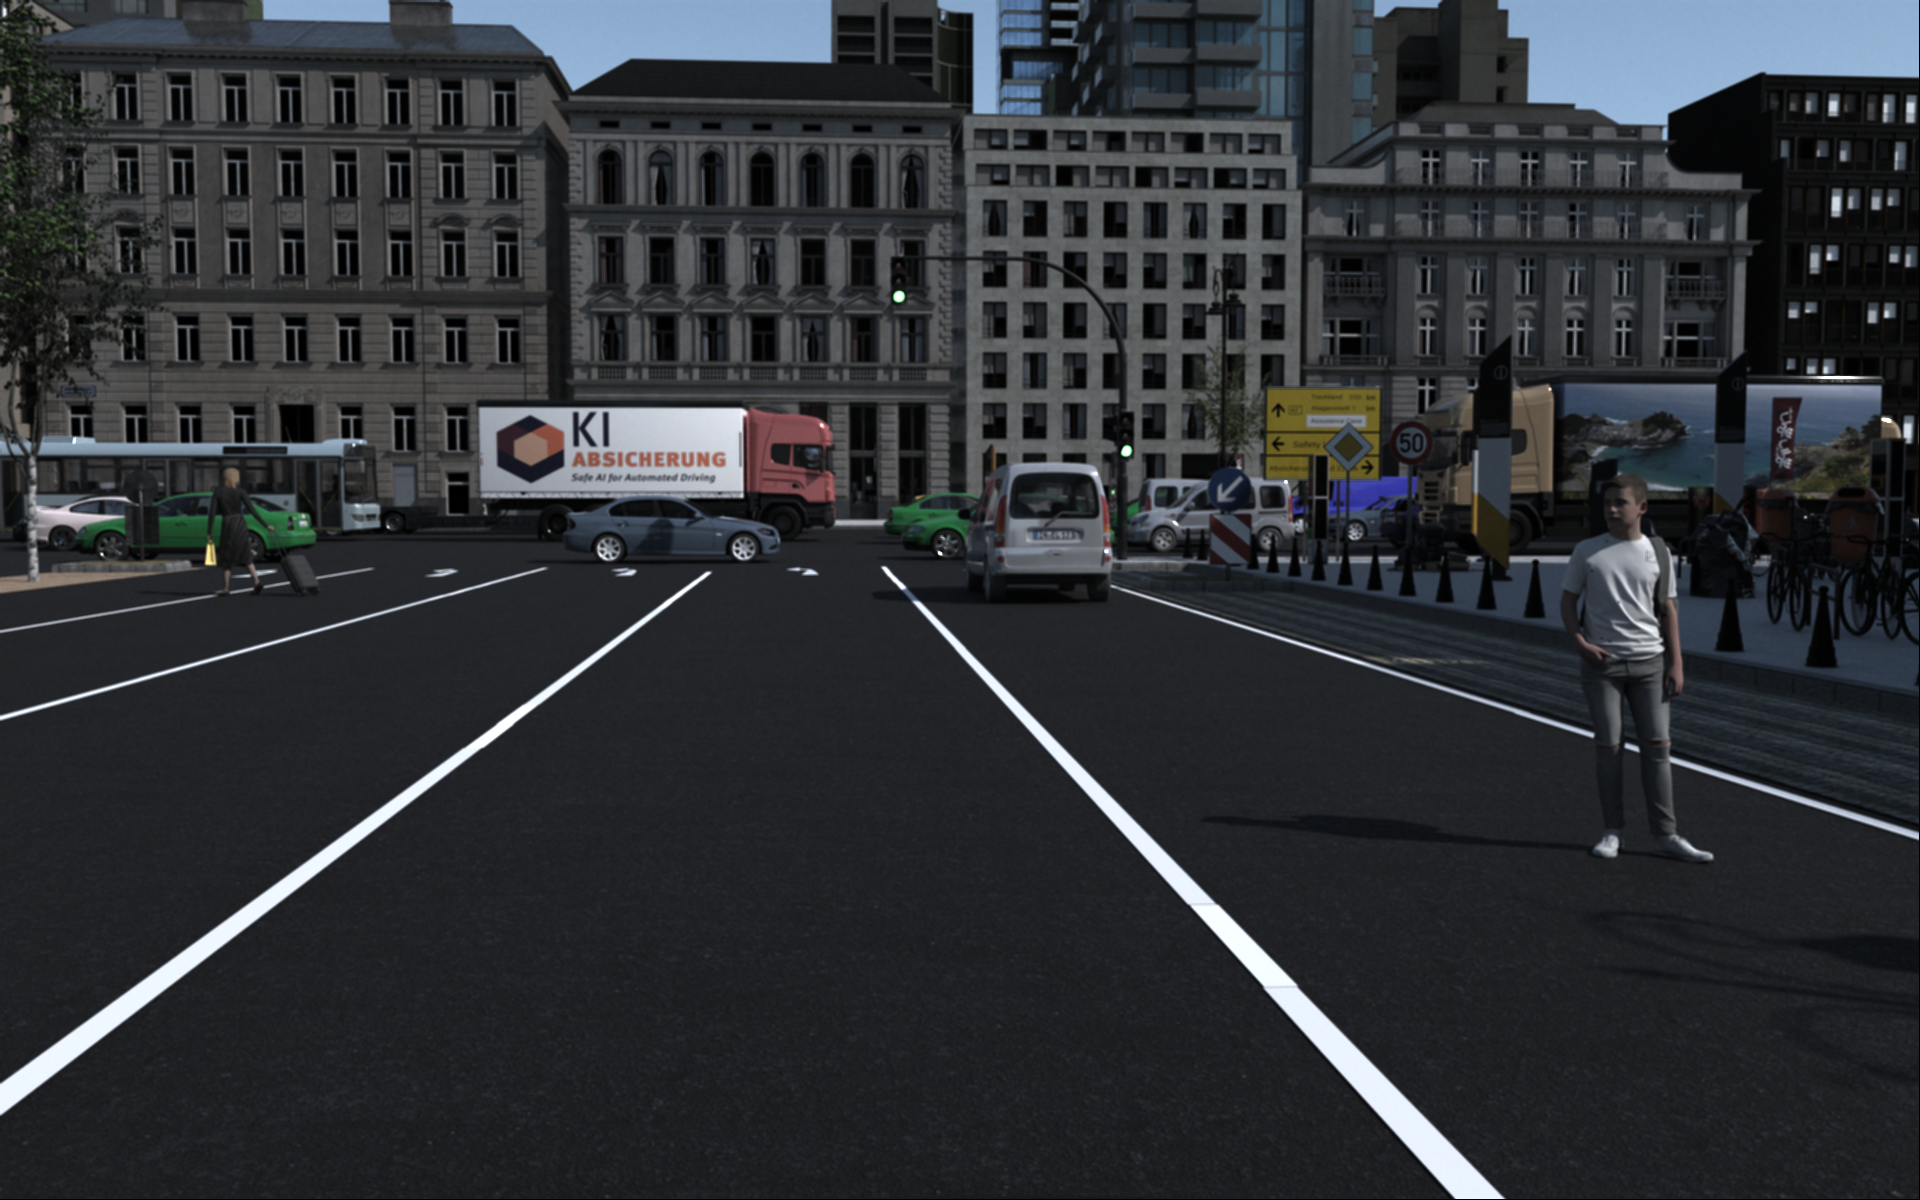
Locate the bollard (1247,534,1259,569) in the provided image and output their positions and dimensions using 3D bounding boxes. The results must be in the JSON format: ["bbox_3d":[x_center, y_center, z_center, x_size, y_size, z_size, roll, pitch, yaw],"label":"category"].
[{"bbox_3d":[5.007,-0.827,29.571,0.229,0.601,0.229,0,3,0],"label":"bollard"}]

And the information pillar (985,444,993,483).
[{"bbox_3d":[1.361,-5.481,80.975,0.183,3.616,0.504,-3,4,-38],"label":"information pillar"}]

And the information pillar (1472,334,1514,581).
[{"bbox_3d":[7.926,-2.096,25.631,0.504,3.616,0.183,3,4,38],"label":"information pillar"}]

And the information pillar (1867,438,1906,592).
[{"bbox_3d":[12.197,-1.121,22.820,0.304,2.012,0.304,-1,4,-22],"label":"information pillar"}]

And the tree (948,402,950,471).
[{"bbox_3d":[-2.531,-13.208,132.960,9.611,12.733,9.660,0,3,0],"label":"tree"}]

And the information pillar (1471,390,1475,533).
[{"bbox_3d":[9.879,-2.524,32.618,0.504,3.616,0.183,-1,4,-18],"label":"information pillar"}]

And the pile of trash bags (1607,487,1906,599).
[{"bbox_3d":[9.804,-0.748,21.979,3.447,1.369,1.912,3,5,41],"label":"pile of trash bags"}]

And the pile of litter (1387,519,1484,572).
[{"bbox_3d":[7.997,-0.914,28.906,1.719,0.858,1.176,1,4,10],"label":"pile of litter"}]

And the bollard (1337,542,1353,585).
[{"bbox_3d":[5.438,-0.513,24.431,0.229,0.601,0.229,0,3,0],"label":"bollard"}]

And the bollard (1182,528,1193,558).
[{"bbox_3d":[4.572,-1.142,34.714,0.229,0.601,0.229,0,3,0],"label":"bollard"}]

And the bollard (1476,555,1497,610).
[{"bbox_3d":[5.872,-0.199,19.297,0.229,0.601,0.229,0,3,0],"label":"bollard"}]

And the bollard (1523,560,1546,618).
[{"bbox_3d":[5.982,-0.121,18.013,0.229,0.601,0.229,0,3,0],"label":"bollard"}]

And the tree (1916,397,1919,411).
[{"bbox_3d":[7.609,-1.046,11.705,1.663,3.219,1.824,0,3,0],"label":"tree"}]

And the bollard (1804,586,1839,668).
[{"bbox_3d":[6.412,0.194,12.874,0.229,0.601,0.229,0,3,0],"label":"bollard"}]

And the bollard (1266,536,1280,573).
[{"bbox_3d":[5.113,-0.749,28.289,0.229,0.601,0.229,0,3,0],"label":"bollard"}]

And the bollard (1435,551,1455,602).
[{"bbox_3d":[5.765,-0.277,20.578,0.229,0.601,0.229,0,3,0],"label":"bollard"}]

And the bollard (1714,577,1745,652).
[{"bbox_3d":[6.302,0.115,14.164,0.229,0.601,0.229,0,3,0],"label":"bollard"}]

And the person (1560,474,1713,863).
[{"bbox_3d":[2.669,0.260,6.848,0.503,1.515,0.523,-1,4,-20],"label":"person"}]

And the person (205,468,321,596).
[{"bbox_3d":[-9.871,-0.956,24.347,1.509,1.804,0.699,1,4,12],"label":"person"}]

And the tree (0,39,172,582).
[{"bbox_3d":[-15.119,-4.609,28.171,4.360,8.622,3.978,0,3,0],"label":"tree"}]

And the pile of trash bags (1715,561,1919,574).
[{"bbox_3d":[15.016,-1.222,29.725,3.447,1.369,1.912,-2,4,-27],"label":"pile of trash bags"}]

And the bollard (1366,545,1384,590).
[{"bbox_3d":[5.550,-0.435,23.150,0.229,0.601,0.229,0,3,0],"label":"bollard"}]

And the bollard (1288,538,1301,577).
[{"bbox_3d":[5.223,-0.671,27.005,0.229,0.601,0.229,0,3,0],"label":"bollard"}]

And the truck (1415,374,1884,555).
[{"bbox_3d":[16.157,-3.234,41.797,11.283,4.237,2.839,0,4,-5],"label":"truck"}]

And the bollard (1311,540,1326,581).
[{"bbox_3d":[5.327,-0.592,25.716,0.229,0.601,0.229,0,3,0],"label":"bollard"}]

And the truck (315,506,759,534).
[{"bbox_3d":[-13.760,-4.475,62.921,18.799,4.110,2.967,0,4,-3],"label":"truck"}]

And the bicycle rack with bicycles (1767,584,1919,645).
[{"bbox_3d":[8.672,-0.141,15.694,2.852,0.926,2.925,1,4,20],"label":"bicycle rack with bicycles"}]

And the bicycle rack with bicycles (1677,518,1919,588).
[{"bbox_3d":[12.415,-0.783,26.189,2.925,0.926,2.852,-2,4,-34],"label":"bicycle rack with bicycles"}]

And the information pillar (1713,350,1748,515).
[{"bbox_3d":[12.554,-2.255,28.226,0.504,3.616,0.183,0,4,-5],"label":"information pillar"}]

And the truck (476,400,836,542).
[{"bbox_3d":[-8.788,-3.915,52.918,11.283,4.237,2.839,0,4,-3],"label":"truck"}]

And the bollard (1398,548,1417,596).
[{"bbox_3d":[5.655,-0.356,21.868,0.229,0.601,0.229,0,3,0],"label":"bollard"}]

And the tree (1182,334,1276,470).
[{"bbox_3d":[12.511,-7.975,80.756,4.737,8.622,4.395,0,3,0],"label":"tree"}]

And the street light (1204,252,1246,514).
[{"bbox_3d":[5.074,-3.702,33.319,0.468,5.910,1.993,0,4,-5],"label":"street light"}]

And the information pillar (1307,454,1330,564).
[{"bbox_3d":[6.565,-1.667,31.746,0.304,2.012,0.304,0,4,-8],"label":"information pillar"}]

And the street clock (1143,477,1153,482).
[{"bbox_3d":[8.097,-4.260,74.218,0.358,2.002,0.471,-3,5,-45],"label":"street clock"}]

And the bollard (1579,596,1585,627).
[{"bbox_3d":[6.094,-0.042,16.732,0.229,0.601,0.229,0,3,0],"label":"bollard"}]

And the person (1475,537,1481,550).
[{"bbox_3d":[11.005,-1.708,36.442,0.555,1.821,0.388,3,5,43],"label":"person"}]

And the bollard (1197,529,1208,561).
[{"bbox_3d":[4.682,-1.064,33.432,0.229,0.601,0.229,0,3,0],"label":"bollard"}]

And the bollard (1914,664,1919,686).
[{"bbox_3d":[6.522,0.273,11.582,0.229,0.601,0.229,0,3,0],"label":"bollard"}]

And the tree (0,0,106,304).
[{"bbox_3d":[-14.158,-5.669,20.904,9.928,11.665,9.643,0,3,0],"label":"tree"}]

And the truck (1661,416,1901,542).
[{"bbox_3d":[23.331,-3.900,52.675,11.283,4.237,2.839,0,4,-3],"label":"truck"}]
